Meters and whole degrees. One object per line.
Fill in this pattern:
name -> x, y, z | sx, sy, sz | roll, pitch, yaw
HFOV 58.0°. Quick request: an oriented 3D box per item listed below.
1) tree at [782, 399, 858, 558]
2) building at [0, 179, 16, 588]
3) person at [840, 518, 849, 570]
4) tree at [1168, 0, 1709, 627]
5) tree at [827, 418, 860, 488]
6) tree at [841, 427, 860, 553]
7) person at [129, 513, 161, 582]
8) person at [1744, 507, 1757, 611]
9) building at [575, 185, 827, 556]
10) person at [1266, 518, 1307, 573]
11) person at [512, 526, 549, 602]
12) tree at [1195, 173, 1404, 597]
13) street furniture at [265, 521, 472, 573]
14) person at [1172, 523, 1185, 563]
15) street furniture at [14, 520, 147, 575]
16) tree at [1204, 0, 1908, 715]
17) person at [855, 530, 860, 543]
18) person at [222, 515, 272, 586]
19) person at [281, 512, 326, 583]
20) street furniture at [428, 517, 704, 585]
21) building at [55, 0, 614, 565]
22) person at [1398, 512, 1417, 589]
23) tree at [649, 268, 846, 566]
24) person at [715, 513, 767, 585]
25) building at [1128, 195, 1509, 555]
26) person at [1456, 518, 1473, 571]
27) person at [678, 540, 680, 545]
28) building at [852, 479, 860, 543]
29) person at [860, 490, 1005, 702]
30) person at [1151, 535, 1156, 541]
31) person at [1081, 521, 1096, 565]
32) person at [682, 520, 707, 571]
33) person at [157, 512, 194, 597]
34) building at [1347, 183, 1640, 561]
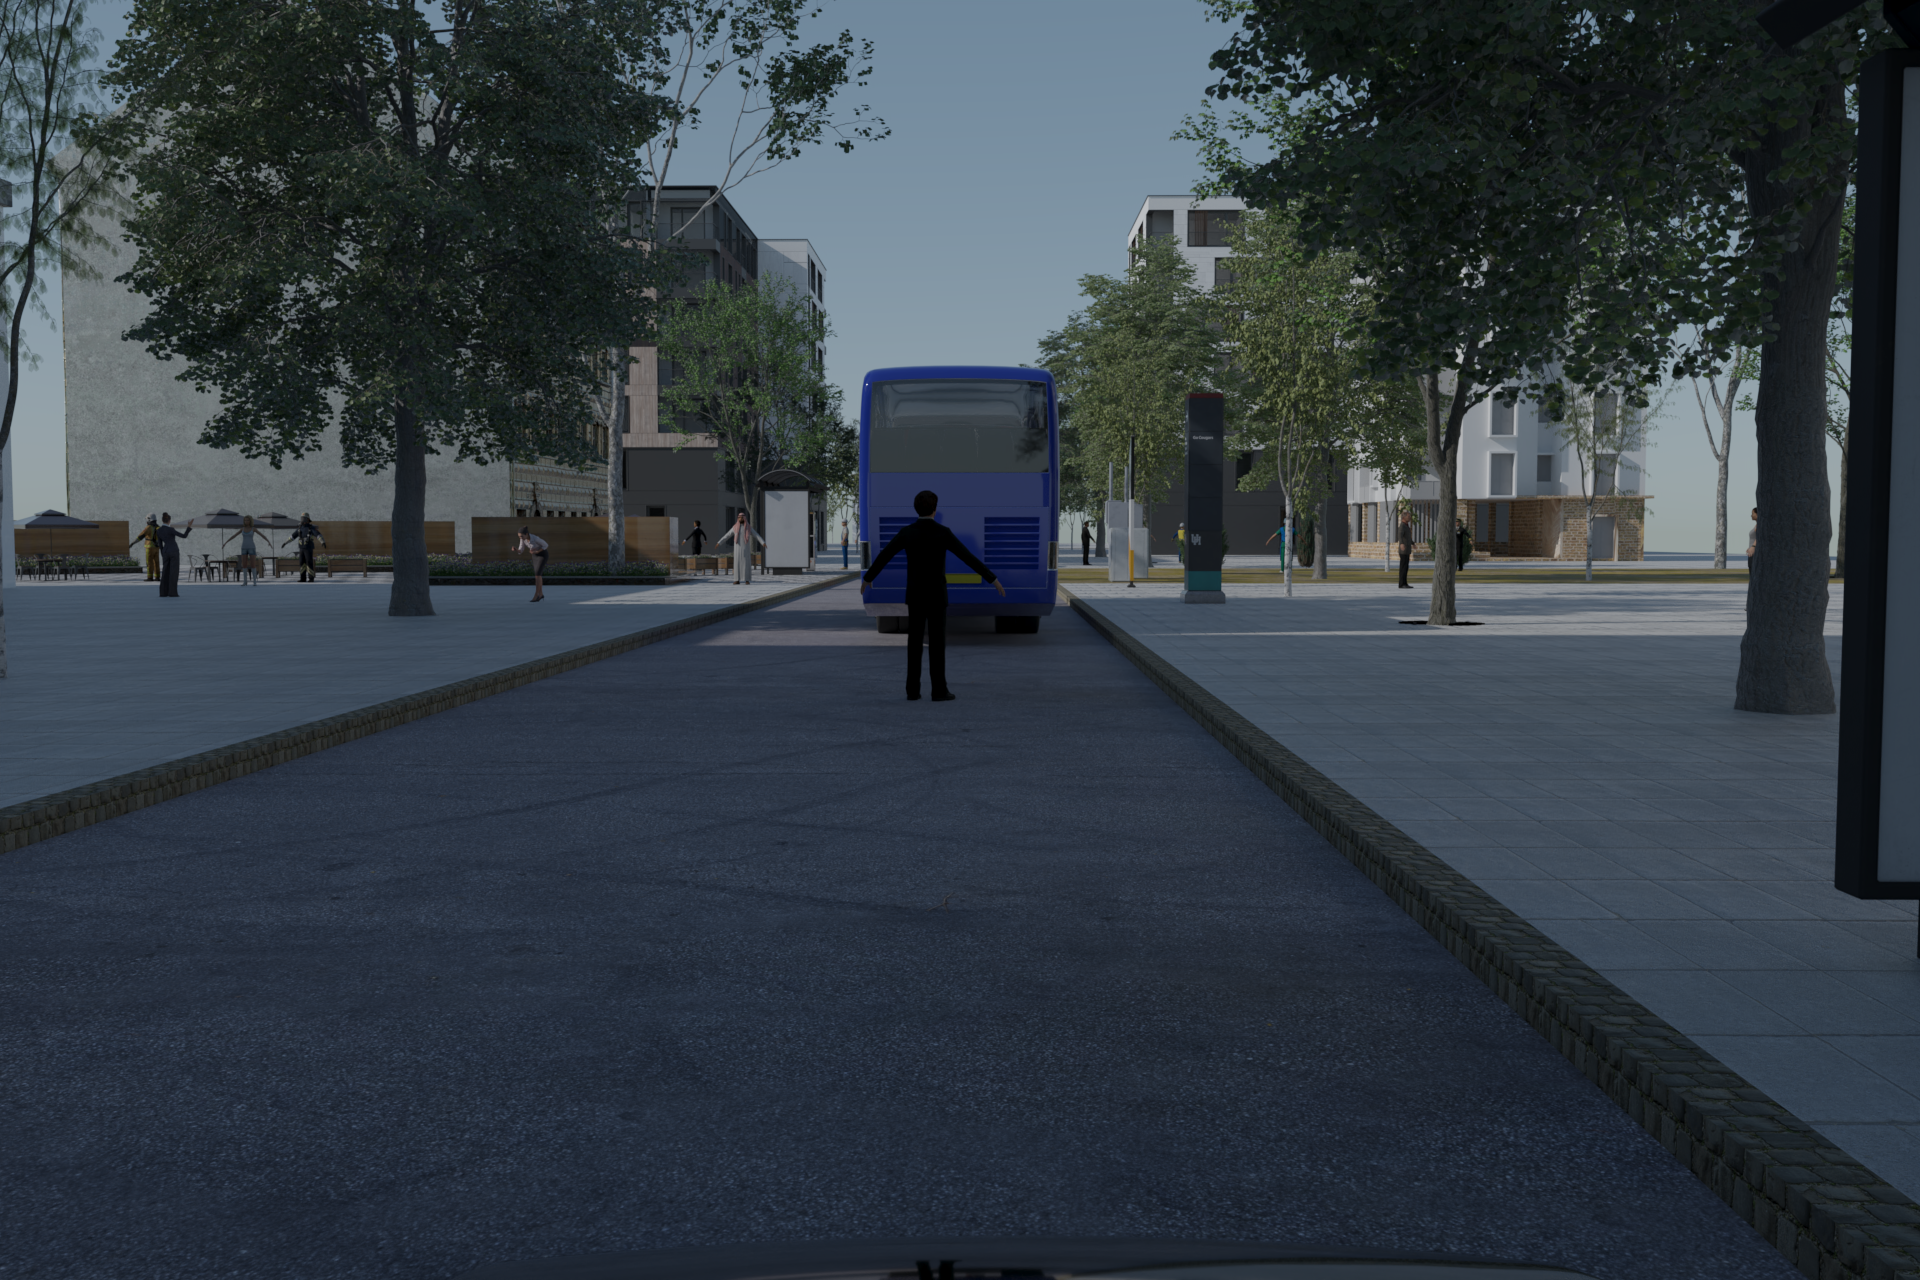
tree -> -7.516, -8.628, 91.437 | 4.737, 8.622, 4.395 | 0, 3, 0
building -> -23.641, -5.223, 27.538 | 9.099, 9.664, 28.070 | 0, 4, 1
person -> -4.183, -3.468, 62.559 | 0.705, 1.847, 1.347 | 0, 4, -4
tree -> 6.777, -6.008, 23.988 | 9.928, 11.665, 9.643 | 0, 3, 0
tree -> -6.244, -14.325, 144.591 | 12.009, 13.543, 11.850 | 0, 3, 0
tree -> -7.140, -10.150, 116.316 | 4.360, 8.622, 3.978 | 0, 3, 0
person -> -21.814, -2.506, 46.742 | 0.705, 1.858, 1.354 | 1, 4, 21
person -> 13.194, -1.350, 28.888 | 0.721, 1.737, 1.217 | 1, 4, 23
building -> -24.515, -16.773, 118.218 | 27.936, 21.610, 32.646 | 0, 4, 1
person -> 10.903, -3.161, 57.815 | 1.347, 1.817, 0.704 | 0, 4, 5
person -> -8.072, -1.430, 32.606 | 0.628, 1.438, 0.799 | -1, 4, -8
tree -> 6.967, -5.192, 35.257 | 4.737, 8.622, 4.395 | 0, 3, 0
street furniture -> -18.985, -3.272, 60.359 | 11.010, 1.723, 9.812 | -1, 4, -18
person -> 9.940, -4.319, 77.081 | 1.216, 1.772, 0.721 | 3, 4, 37
street furniture -> -31.562, -3.011, 56.085 | 9.812, 1.723, 11.010 | -3, 5, -40
tree -> 5.905, -6.458, 12.239 | 9.857, 13.997, 8.962 | 0, 3, 0
person -> -3.793, -3.871, 69.474 | 0.705, 1.806, 1.347 | 3, 5, 39
person -> -17.528, -2.202, 42.614 | 1.214, 1.753, 0.721 | 0, 4, -4
person -> -17.295, -2.446, 45.768 | 1.354, 1.856, 0.705 | 1, 4, 16
street furniture -> -11.568, -2.387, 45.889 | 9.812, 1.723, 11.010 | 0, 4, -3
building -> -27.246, -15.207, 79.555 | 19.493, 23.208, 18.063 | 0, 4, 2
person -> 10.501, -2.116, 40.774 | 0.705, 1.807, 1.348 | 2, 4, 27
tree -> -8.392, -8.768, 69.118 | 9.928, 11.665, 9.643 | 0, 3, 0
person -> -5.534, -2.312, 43.941 | 1.347, 1.811, 0.704 | 0, 4, 5
building -> 25.428, -16.934, 120.849 | 27.936, 21.610, 32.646 | 0, 4, 1
person -> 17.149, -3.290, 59.727 | 0.705, 1.837, 1.347 | -3, 5, -39
person -> -13.507, -4.398, 81.168 | 0.599, 1.433, 0.991 | 3, 5, 42
building -> -0.594, -18.087, 240.322 | 28.070, 9.664, 9.099 | 0, 4, 4
person -> -0.274, -0.385, 14.931 | 1.347, 1.806, 0.705 | 1, 4, 21
person -> 8.988, -4.771, 84.815 | 1.217, 1.733, 0.721 | 1, 4, 11
person -> 5.200, -3.955, 70.882 | 0.704, 1.802, 1.346 | -1, 4, -18
person -> -8.783, -3.103, 57.461 | 0.721, 1.740, 1.216 | 2, 4, 32
person -> -15.983, -1.742, 35.320 | 0.742, 1.727, 0.445 | -1, 4, -16
building -> 26.464, -14.531, 94.007 | 16.016, 20.090, 11.380 | 0, 4, 1
